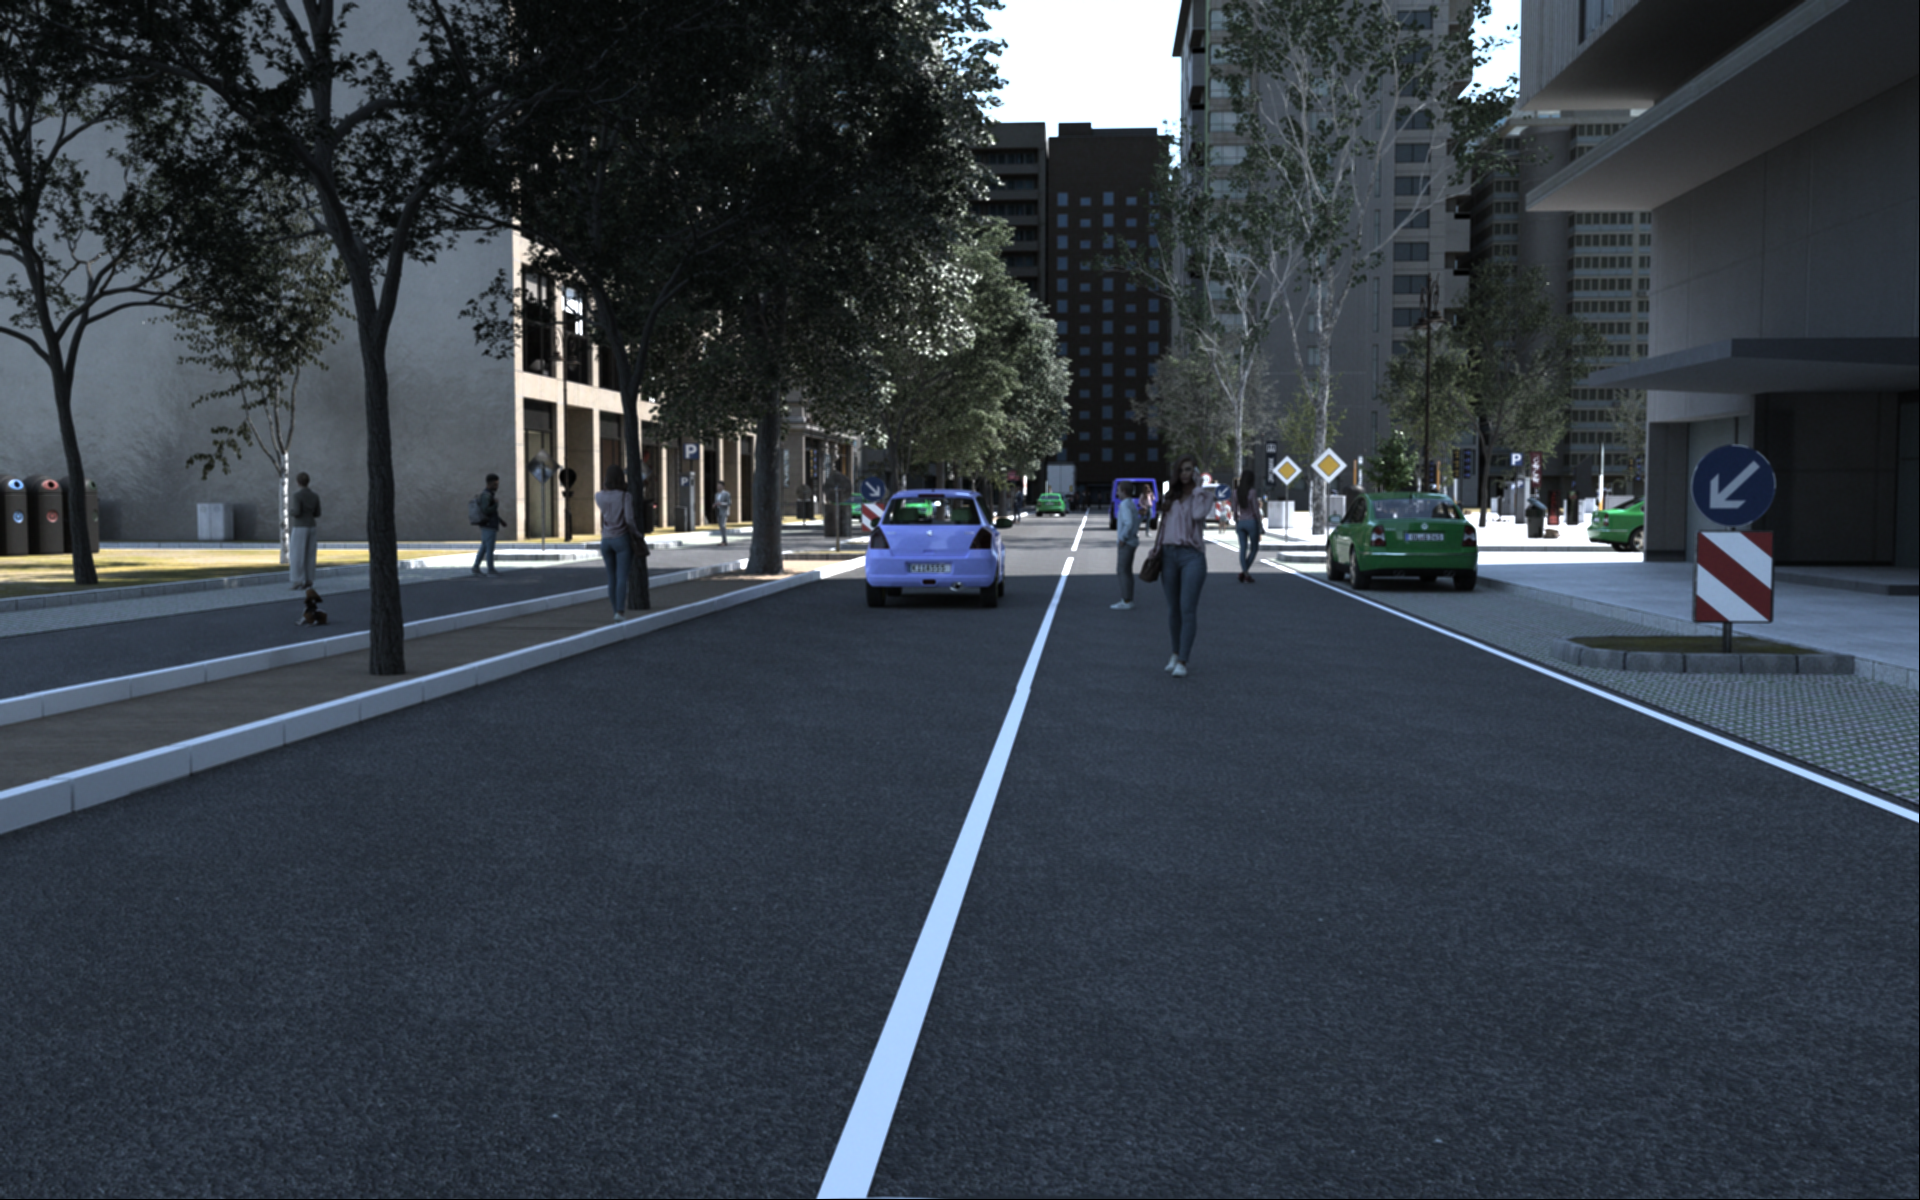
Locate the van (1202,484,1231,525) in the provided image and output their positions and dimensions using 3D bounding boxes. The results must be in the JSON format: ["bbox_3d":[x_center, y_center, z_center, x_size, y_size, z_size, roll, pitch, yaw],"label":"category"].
[{"bbox_3d":[10.407,-4.023,72.790,2.013,2.044,4.112,0,4,5],"label":"van"}]

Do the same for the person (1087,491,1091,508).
[{"bbox_3d":[13.780,-10.712,184.435,0.445,1.727,0.742,0,4,1],"label":"person"}]

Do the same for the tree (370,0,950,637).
[{"bbox_3d":[-3.917,-5.171,21.419,8.767,10.594,7.601,0,4,4],"label":"tree"}]

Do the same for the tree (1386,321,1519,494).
[{"bbox_3d":[20.248,-7.496,72.922,4.737,8.622,4.395,0,3,0],"label":"tree"}]

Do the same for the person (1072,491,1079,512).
[{"bbox_3d":[9.081,-7.730,136.359,0.593,1.643,0.415,0,4,-3],"label":"person"}]

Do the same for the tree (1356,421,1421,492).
[{"bbox_3d":[11.366,-3.143,45.988,1.663,3.219,1.824,0,3,0],"label":"tree"}]

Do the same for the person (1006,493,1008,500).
[{"bbox_3d":[3.473,-7.757,136.043,0.721,1.735,1.217,3,4,36],"label":"person"}]

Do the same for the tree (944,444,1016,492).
[{"bbox_3d":[1.412,-8.586,93.195,4.737,8.622,4.395,0,3,0],"label":"tree"}]

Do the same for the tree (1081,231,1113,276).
[{"bbox_3d":[12.947,-14.218,88.356,12.611,20.169,13.585,0,3,0],"label":"tree"}]

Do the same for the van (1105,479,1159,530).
[{"bbox_3d":[7.105,-4.080,71.087,2.240,2.365,5.245,0,4,4],"label":"van"}]

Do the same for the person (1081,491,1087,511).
[{"bbox_3d":[10.331,-8.271,144.538,0.445,1.727,0.742,1,4,20],"label":"person"}]

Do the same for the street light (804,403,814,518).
[{"bbox_3d":[-7.435,-6.962,86.610,0.468,5.910,1.993,0,4,4],"label":"street light"}]

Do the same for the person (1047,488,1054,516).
[{"bbox_3d":[6.025,-6.527,114.987,0.659,1.850,0.755,1,4,20],"label":"person"}]

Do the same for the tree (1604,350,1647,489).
[{"bbox_3d":[33.627,-8.208,84.569,4.360,8.622,3.978,0,3,0],"label":"tree"}]

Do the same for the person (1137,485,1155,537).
[{"bbox_3d":[6.196,-3.018,58.441,0.593,1.750,0.643,-3,5,-40],"label":"person"}]

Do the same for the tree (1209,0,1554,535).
[{"bbox_3d":[12.012,-12.160,54.703,12.611,20.169,13.585,0,3,0],"label":"tree"}]

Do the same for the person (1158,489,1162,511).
[{"bbox_3d":[16.316,-8.171,142.108,0.705,1.823,1.348,-1,4,-11],"label":"person"}]

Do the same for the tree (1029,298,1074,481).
[{"bbox_3d":[2.632,-12.168,108.053,9.857,13.997,8.962,0,3,0],"label":"tree"}]

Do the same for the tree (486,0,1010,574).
[{"bbox_3d":[-3.506,-7.442,30.788,9.857,13.997,8.962,0,3,0],"label":"tree"}]

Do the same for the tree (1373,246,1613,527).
[{"bbox_3d":[20.076,-8.054,66.093,8.767,10.594,7.601,0,4,4],"label":"tree"}]

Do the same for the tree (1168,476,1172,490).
[{"bbox_3d":[19.637,-10.126,160.165,1.663,3.219,1.824,0,3,0],"label":"tree"}]

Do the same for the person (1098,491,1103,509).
[{"bbox_3d":[13.174,-9.356,162.176,0.721,1.736,1.217,1,4,18],"label":"person"}]

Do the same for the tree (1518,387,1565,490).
[{"bbox_3d":[36.286,-9.780,110.257,4.737,8.622,4.395,0,3,0],"label":"tree"}]

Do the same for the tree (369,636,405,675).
[{"bbox_3d":[-4.488,-4.702,13.753,8.767,10.594,7.601,0,4,4],"label":"tree"}]

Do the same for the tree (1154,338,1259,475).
[{"bbox_3d":[17.550,-12.610,124.297,7.486,12.596,7.792,0,3,0],"label":"tree"}]

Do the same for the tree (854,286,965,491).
[{"bbox_3d":[-1.827,-6.273,55.391,4.360,8.622,3.978,0,3,0],"label":"tree"}]

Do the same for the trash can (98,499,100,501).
[{"bbox_3d":[-24.106,-2.208,47.748,0.748,1.137,0.748,0,3,0],"label":"trash can"}]

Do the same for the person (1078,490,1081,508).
[{"bbox_3d":[12.388,-10.535,180.768,0.705,1.821,1.348,1,4,13],"label":"person"}]

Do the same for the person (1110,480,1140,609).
[{"bbox_3d":[2.089,-0.701,21.767,0.330,1.601,0.589,2,4,26],"label":"person"}]

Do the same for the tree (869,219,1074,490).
[{"bbox_3d":[-0.094,-9.323,71.897,9.611,12.733,9.660,0,3,0],"label":"tree"}]

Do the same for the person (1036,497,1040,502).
[{"bbox_3d":[6.809,-8.266,146.882,0.697,1.427,0.421,1,4,10],"label":"person"}]

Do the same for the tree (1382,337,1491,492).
[{"bbox_3d":[21.110,-7.847,78.654,4.360,8.622,3.978,0,3,0],"label":"tree"}]

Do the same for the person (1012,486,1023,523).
[{"bbox_3d":[2.804,-4.650,84.711,0.419,1.800,0.721,-3,4,-37],"label":"person"}]

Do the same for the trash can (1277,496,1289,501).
[{"bbox_3d":[20.512,-6.017,110.039,0.748,1.137,0.748,0,3,0],"label":"trash can"}]

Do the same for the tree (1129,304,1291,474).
[{"bbox_3d":[16.103,-12.366,112.558,12.009,13.543,11.850,0,3,0],"label":"tree"}]

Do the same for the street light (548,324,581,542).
[{"bbox_3d":[-10.585,-4.508,46.498,0.468,5.910,1.993,0,4,4],"label":"street light"}]

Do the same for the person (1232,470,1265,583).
[{"bbox_3d":[4.673,-1.192,28.007,0.555,1.821,0.388,2,4,31],"label":"person"}]

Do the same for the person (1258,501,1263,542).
[{"bbox_3d":[8.212,-2.121,47.860,0.332,1.250,0.352,2,4,24],"label":"person"}]

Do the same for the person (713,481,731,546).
[{"bbox_3d":[-6.666,-2.408,48.065,0.606,1.804,0.583,2,4,34],"label":"person"}]

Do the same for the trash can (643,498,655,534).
[{"bbox_3d":[-10.248,-2.724,56.186,0.748,1.137,0.748,0,3,0],"label":"trash can"}]

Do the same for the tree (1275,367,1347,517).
[{"bbox_3d":[19.701,-8.982,97.216,4.737,8.622,4.395,0,3,0],"label":"tree"}]

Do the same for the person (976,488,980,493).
[{"bbox_3d":[1.385,-7.529,131.230,0.705,1.869,1.348,-1,4,-15],"label":"person"}]

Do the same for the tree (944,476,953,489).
[{"bbox_3d":[-1.322,-11.447,181.764,1.663,3.219,1.824,0,3,0],"label":"tree"}]

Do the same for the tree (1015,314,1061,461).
[{"bbox_3d":[-1.709,-6.846,48.802,8.767,10.594,7.601,0,4,4],"label":"tree"}]

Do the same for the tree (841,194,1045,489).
[{"bbox_3d":[-0.796,-8.729,63.298,7.486,12.596,7.792,0,3,0],"label":"tree"}]

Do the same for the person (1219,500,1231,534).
[{"bbox_3d":[9.490,-2.964,61.979,0.505,1.210,0.382,2,4,26],"label":"person"}]

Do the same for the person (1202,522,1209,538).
[{"bbox_3d":[6.564,-2.134,48.890,1.012,1.151,0.738,0,4,0],"label":"person"}]

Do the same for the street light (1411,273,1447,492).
[{"bbox_3d":[9.803,-3.886,36.326,0.468,5.910,1.993,0,4,4],"label":"street light"}]

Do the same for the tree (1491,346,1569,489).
[{"bbox_3d":[28.059,-8.283,85.796,4.360,8.622,3.978,0,3,0],"label":"tree"}]

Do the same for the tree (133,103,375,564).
[{"bbox_3d":[-12.647,-4.984,31.853,4.360,8.622,3.978,0,3,0],"label":"tree"}]

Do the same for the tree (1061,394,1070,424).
[{"bbox_3d":[1.368,-9.174,86.863,8.767,10.594,7.601,0,4,4],"label":"tree"}]
